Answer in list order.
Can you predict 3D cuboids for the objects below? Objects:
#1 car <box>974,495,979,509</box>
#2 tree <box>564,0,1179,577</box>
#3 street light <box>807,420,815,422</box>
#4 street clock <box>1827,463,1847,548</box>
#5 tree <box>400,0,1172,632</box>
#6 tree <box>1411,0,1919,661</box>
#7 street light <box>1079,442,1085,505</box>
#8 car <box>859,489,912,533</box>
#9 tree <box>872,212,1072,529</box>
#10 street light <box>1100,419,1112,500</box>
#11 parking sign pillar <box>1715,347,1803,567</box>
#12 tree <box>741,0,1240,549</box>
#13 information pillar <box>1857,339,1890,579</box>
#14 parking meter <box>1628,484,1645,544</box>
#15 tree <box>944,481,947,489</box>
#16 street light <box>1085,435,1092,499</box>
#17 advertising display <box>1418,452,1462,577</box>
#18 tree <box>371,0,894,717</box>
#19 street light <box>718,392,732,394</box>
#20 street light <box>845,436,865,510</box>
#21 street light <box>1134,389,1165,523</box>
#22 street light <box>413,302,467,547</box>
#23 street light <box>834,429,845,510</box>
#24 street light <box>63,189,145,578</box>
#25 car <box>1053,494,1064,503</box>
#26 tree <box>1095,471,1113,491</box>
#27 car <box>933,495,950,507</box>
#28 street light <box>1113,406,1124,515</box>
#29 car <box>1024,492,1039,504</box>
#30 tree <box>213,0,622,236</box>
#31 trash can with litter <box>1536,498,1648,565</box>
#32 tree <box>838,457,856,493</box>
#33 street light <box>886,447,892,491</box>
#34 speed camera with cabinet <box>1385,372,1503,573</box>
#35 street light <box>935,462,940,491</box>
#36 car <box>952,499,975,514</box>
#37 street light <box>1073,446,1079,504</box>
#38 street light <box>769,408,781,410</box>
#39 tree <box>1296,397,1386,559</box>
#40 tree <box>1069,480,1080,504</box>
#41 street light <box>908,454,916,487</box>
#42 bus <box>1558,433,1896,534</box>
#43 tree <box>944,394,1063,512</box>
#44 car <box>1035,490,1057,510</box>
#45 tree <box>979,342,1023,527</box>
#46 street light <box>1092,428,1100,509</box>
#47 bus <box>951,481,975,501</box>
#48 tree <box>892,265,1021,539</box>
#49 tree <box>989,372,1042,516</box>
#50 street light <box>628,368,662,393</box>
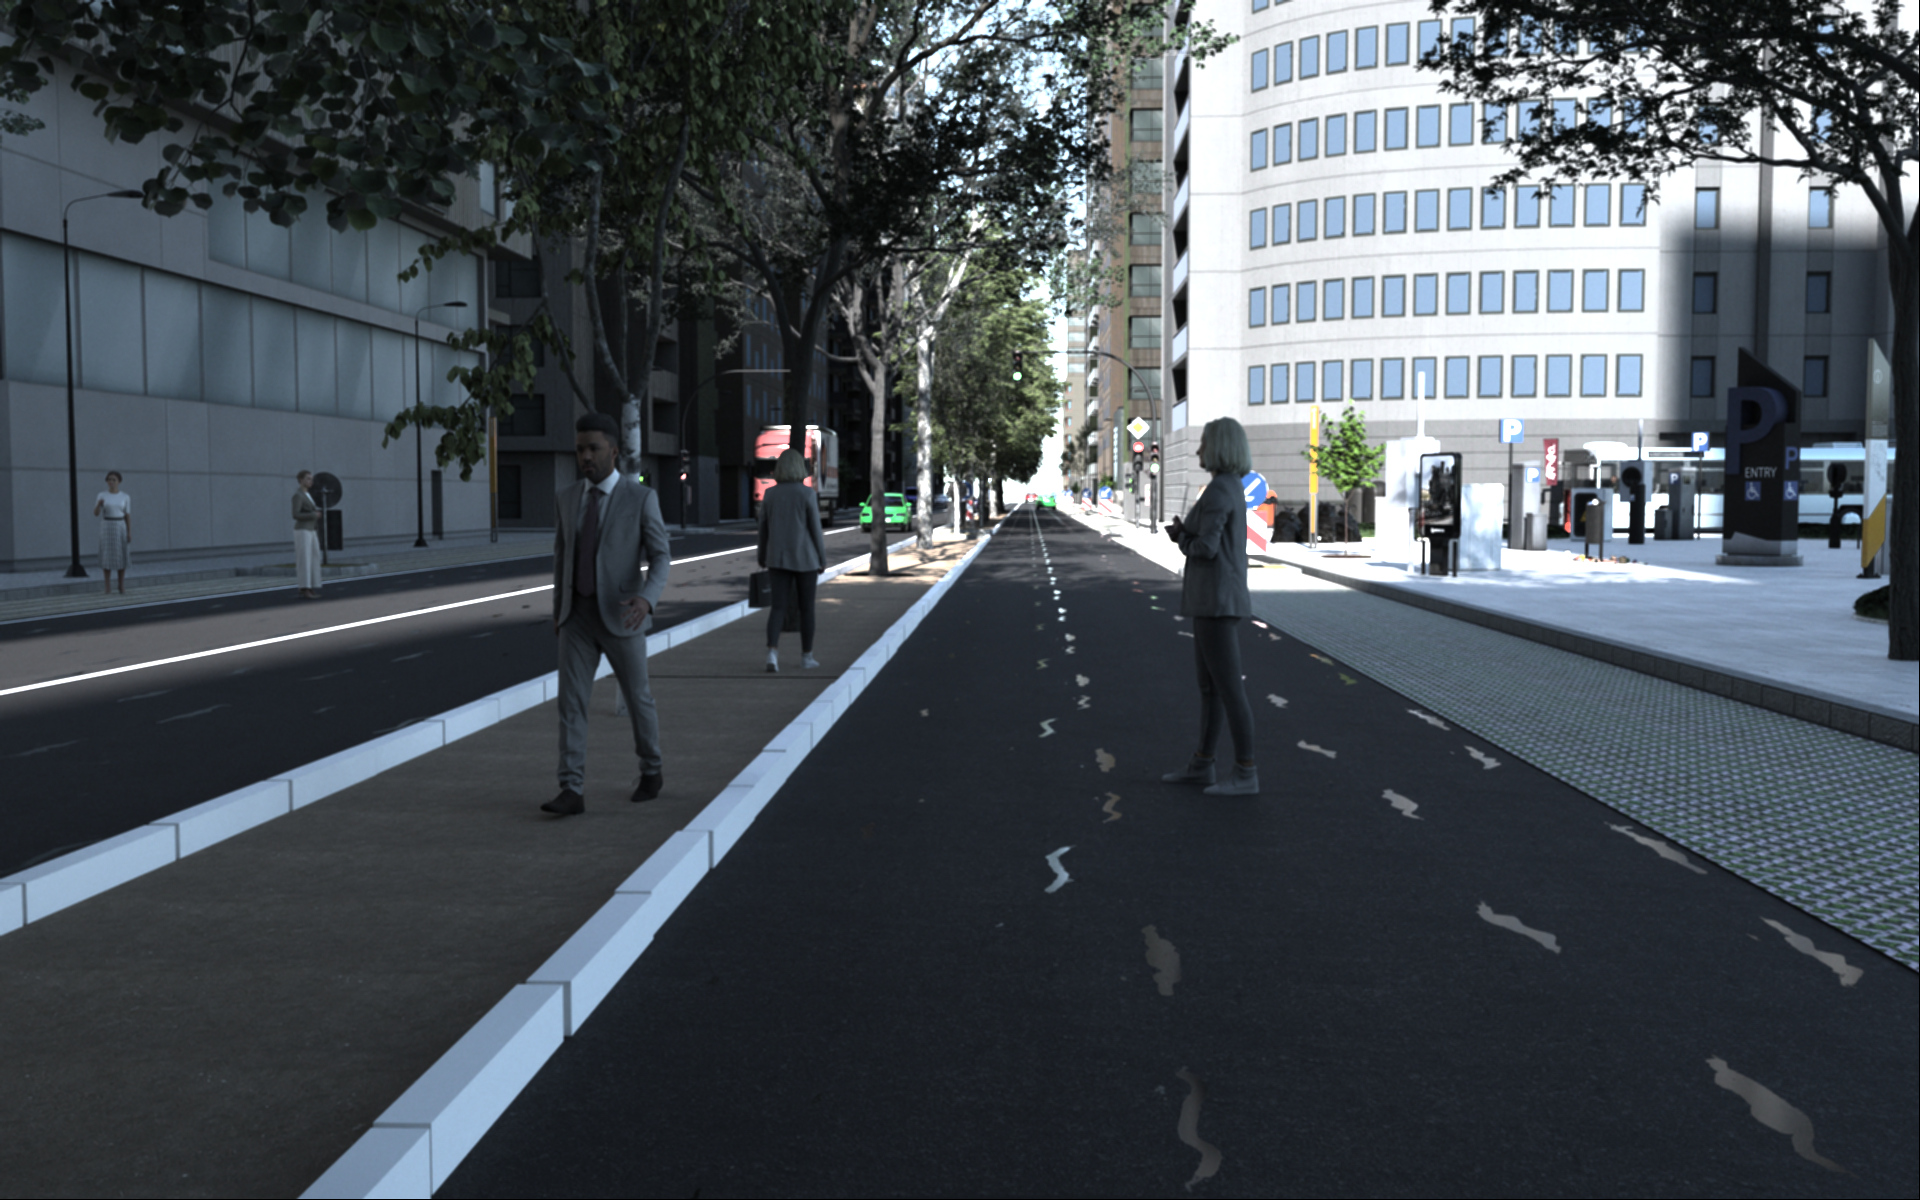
[{"bbox_3d":[0.977,-9.156,162.281,1.945,1.354,3.894,0,4,3],"label":"car"},{"bbox_3d":[-1.441,-7.161,29.912,12.009,13.543,11.850,0,3,0],"label":"tree"},{"bbox_3d":[-9.764,-8.315,108.485,1.470,5.913,1.316,0,4,2],"label":"street light"},{"bbox_3d":[20.732,-2.228,40.995,0.358,2.002,0.471,0,4,-1],"label":"street clock"},{"bbox_3d":[-1.781,-4.920,17.307,8.767,10.594,7.601,0,4,2],"label":"tree"},{"bbox_3d":[7.009,-4.815,13.139,7.601,10.594,8.767,0,4,-1],"label":"tree"},{"bbox_3d":[11.588,-11.088,153.823,1.470,5.913,1.316,0,4,2],"label":"street light"},{"bbox_3d":[-2.778,-3.470,65.527,1.959,1.807,4.718,0,4,1],"label":"car"},{"bbox_3d":[0.485,-8.996,67.669,7.486,12.596,7.792,0,3,0],"label":"tree"},{"bbox_3d":[9.572,-8.221,106.947,1.470,5.913,1.316,0,4,2],"label":"street light"},{"bbox_3d":[14.446,-2.613,31.202,1.447,3.967,1.447,-2,4,-23],"label":"parking sign pillar"},{"bbox_3d":[0.269,-11.304,43.159,12.611,20.169,13.585,0,3,0],"label":"tree"},{"bbox_3d":[13.918,-2.139,26.330,0.504,3.616,0.183,-2,4,-32],"label":"information pillar"},{"bbox_3d":[17.355,-2.201,44.403,0.372,1.533,0.369,0,3,0],"label":"parking meter"},{"bbox_3d":[-3.949,-19.244,298.357,4.285,4.588,4.351,0,3,0],"label":"tree"},{"bbox_3d":[10.868,-10.066,137.116,1.470,5.913,1.316,0,4,2],"label":"street light"},{"bbox_3d":[7.529,-1.344,27.186,0.123,1.923,0.974,-1,4,-19],"label":"advertising display"},{"bbox_3d":[-2.163,-3.566,11.119,4.737,8.622,4.395,0,3,0],"label":"tree"},{"bbox_3d":[-11.013,-6.489,78.629,1.470,5.913,1.316,0,4,2],"label":"street light"},{"bbox_3d":[-8.630,-10.251,140.141,1.470,5.913,1.316,0,4,2],"label":"street light"},{"bbox_3d":[8.402,-6.380,76.858,1.470,5.913,1.316,0,4,2],"label":"street light"},{"bbox_3d":[-12.582,-4.245,41.947,1.470,5.913,1.316,0,4,2],"label":"street light"},{"bbox_3d":[-9.203,-9.235,123.532,1.470,5.913,1.316,0,4,2],"label":"street light"},{"bbox_3d":[-13.128,-3.305,26.579,1.470,5.913,1.316,0,4,2],"label":"street light"},{"bbox_3d":[13.508,-14.180,241.439,1.945,1.707,3.694,0,4,3],"label":"car"},{"bbox_3d":[11.769,-8.901,140.140,1.663,3.219,1.824,0,3,0],"label":"tree"},{"bbox_3d":[-2.159,-10.906,190.674,2.083,1.381,4.827,0,4,3],"label":"car"},{"bbox_3d":[9.030,-7.293,91.786,1.470,5.913,1.316,0,4,2],"label":"street light"},{"bbox_3d":[10.756,-15.432,260.992,2.281,1.827,5.304,0,4,2],"label":"car"},{"bbox_3d":[-2.549,-5.747,3.077,9.857,13.997,8.962,0,3,0],"label":"tree"},{"bbox_3d":[11.946,-1.300,32.308,1.678,1.210,2.233,-1,4,-10],"label":"trash can with litter"},{"bbox_3d":[-10.253,-9.293,135.662,4.285,4.588,4.351,0,3,0],"label":"tree"},{"bbox_3d":[-7.391,-12.077,169.997,1.470,5.913,1.316,0,4,2],"label":"street light"},{"bbox_3d":[8.046,-2.104,28.734,2.038,3.252,0.660,-2,4,-25],"label":"speed camera with cabinet"},{"bbox_3d":[-3.509,-18.109,268.621,1.470,5.913,1.316,0,4,2],"label":"street light"},{"bbox_3d":[0.152,-6.712,122.319,1.945,1.354,3.894,0,4,4],"label":"car"},{"bbox_3d":[12.061,-12.001,168.757,1.470,5.913,1.316,0,4,2],"label":"street light"},{"bbox_3d":[-10.346,-7.401,93.555,1.470,5.913,1.316,0,4,2],"label":"street light"},{"bbox_3d":[7.860,-2.450,34.656,1.663,3.219,1.824,0,3,0],"label":"tree"},{"bbox_3d":[15.400,-14.442,230.721,1.663,3.219,1.824,0,3,0],"label":"tree"},{"bbox_3d":[-6.180,-13.940,200.452,1.470,5.913,1.316,0,4,2],"label":"street light"},{"bbox_3d":[26.494,-3.910,58.781,13.247,3.499,2.948,0,4,1],"label":"bus"},{"bbox_3d":[3.156,-13.119,133.964,9.611,12.733,9.660,0,3,0],"label":"tree"},{"bbox_3d":[7.827,-9.100,157.585,1.959,1.807,4.718,0,4,1],"label":"car"},{"bbox_3d":[0.864,-7.410,73.979,4.737,8.622,4.395,0,3,0],"label":"tree"},{"bbox_3d":[10.251,-9.133,121.873,1.470,5.913,1.316,0,4,2],"label":"street light"},{"bbox_3d":[0.406,-14.886,238.241,2.948,3.499,13.247,0,4,4],"label":"bus"},{"bbox_3d":[-0.086,-6.202,54.229,4.360,8.622,3.978,0,3,0],"label":"tree"},{"bbox_3d":[2.037,-11.378,114.237,9.928,11.665,9.643,0,3,0],"label":"tree"},{"bbox_3d":[-11.617,-5.575,63.700,1.470,5.913,1.316,0,4,2],"label":"street light"}]
